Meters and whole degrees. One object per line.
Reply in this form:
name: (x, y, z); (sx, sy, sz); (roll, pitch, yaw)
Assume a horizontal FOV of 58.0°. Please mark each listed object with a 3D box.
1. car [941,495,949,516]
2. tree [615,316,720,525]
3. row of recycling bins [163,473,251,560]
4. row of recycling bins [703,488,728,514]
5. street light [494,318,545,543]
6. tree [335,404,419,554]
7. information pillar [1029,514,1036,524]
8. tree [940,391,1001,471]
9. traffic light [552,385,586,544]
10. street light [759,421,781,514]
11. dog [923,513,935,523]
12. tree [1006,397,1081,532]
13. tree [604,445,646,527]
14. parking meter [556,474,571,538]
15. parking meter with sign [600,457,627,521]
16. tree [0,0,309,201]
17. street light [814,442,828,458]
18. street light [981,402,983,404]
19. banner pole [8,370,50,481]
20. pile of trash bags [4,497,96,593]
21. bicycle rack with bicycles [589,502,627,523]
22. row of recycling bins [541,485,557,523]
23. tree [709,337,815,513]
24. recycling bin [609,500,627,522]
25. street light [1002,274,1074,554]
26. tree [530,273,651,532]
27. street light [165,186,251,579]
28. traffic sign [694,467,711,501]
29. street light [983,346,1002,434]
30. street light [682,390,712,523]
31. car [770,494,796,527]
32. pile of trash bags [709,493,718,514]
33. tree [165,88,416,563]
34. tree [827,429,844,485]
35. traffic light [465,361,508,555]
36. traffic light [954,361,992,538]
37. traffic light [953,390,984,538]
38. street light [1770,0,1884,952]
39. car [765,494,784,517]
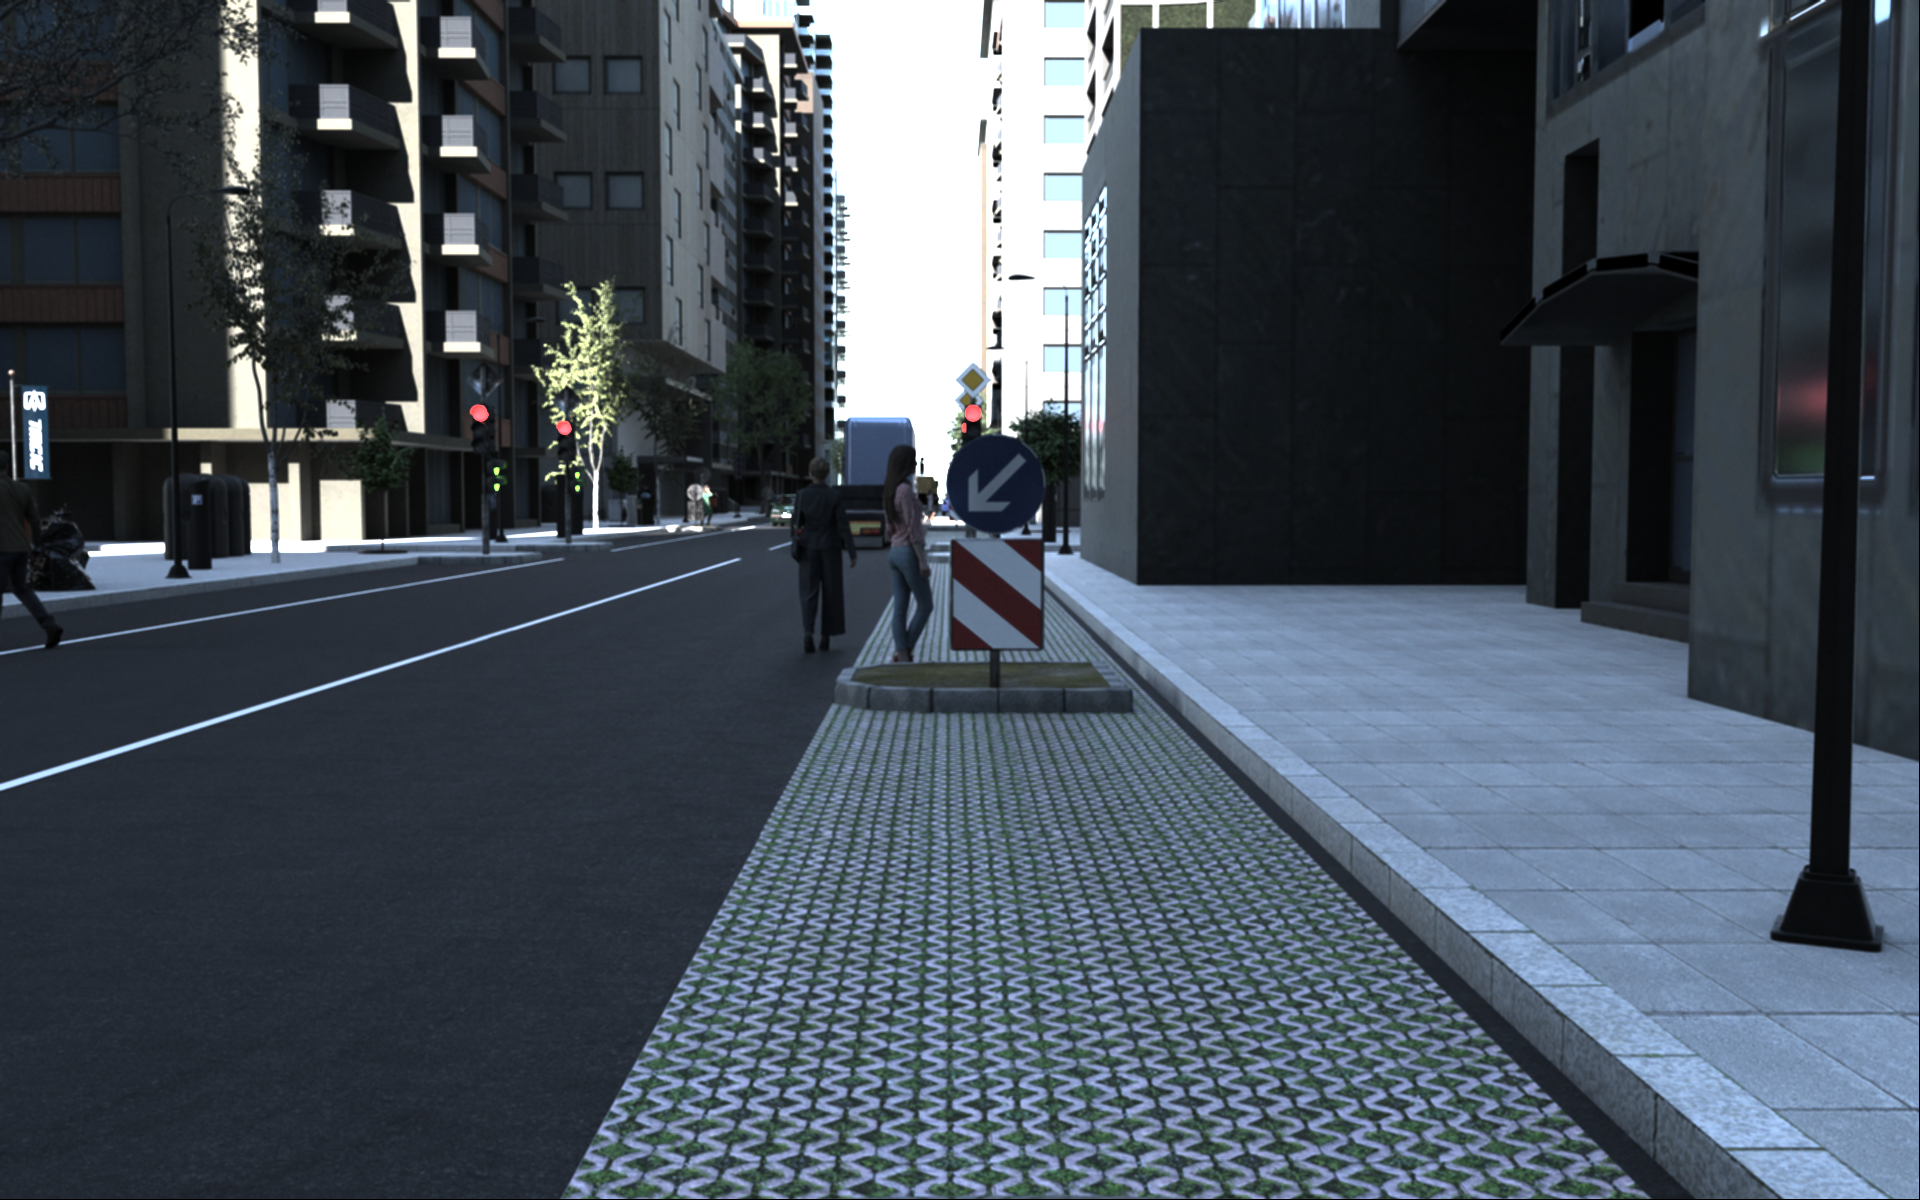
car: (-0.343, -6.486, 115.630); (1.945, 1.707, 3.694); (0, 4, 1)
tree: (-12.466, -7.480, 72.659); (4.360, 8.622, 3.978); (0, 3, 0)
row of recycling bins: (-15.283, -1.726, 35.336); (1.069, 1.692, 3.534); (0, 4, -6)
row of recycling bins: (-16.188, -6.582, 114.734); (1.069, 1.692, 3.534); (1, 4, 10)
street light: (-11.611, -4.476, 45.728); (1.470, 5.913, 1.316); (0, 4, 0)
tree: (-12.459, -2.622, 37.467); (1.663, 3.219, 1.824); (0, 3, 0)
information pillar: (3.089, -4.223, 73.534); (0.304, 2.012, 0.304); (0, 4, 5)
tree: (2.460, -18.210, 204.383); (9.857, 13.997, 8.962); (0, 3, 0)
traffic light: (-10.109, -3.411, 44.684); (0.839, 4.253, 0.868); (0, 4, 0)
street light: (-12.077, -8.412, 110.078); (1.470, 5.913, 1.316); (0, 4, 0)
dog: (-1.552, -4.145, 87.062); (0.540, 0.507, 0.406); (-2, 4, -24)
tree: (2.970, -4.578, 58.568); (4.285, 4.588, 4.351); (0, 3, 0)
tree: (-13.142, -4.484, 67.915); (1.663, 3.219, 1.824); (0, 3, 0)
parking meter: (-11.628, -2.746, 50.604); (0.255, 1.863, 0.399); (0, 4, -1)
parking meter with sign: (-15.984, -5.204, 81.352); (1.738, 3.016, 0.543); (0, 4, -7)
tree: (-12.663, -6.632, 18.806); (12.009, 13.543, 11.850); (0, 3, 0)
street light: (-12.371, -11.083, 153.742); (1.470, 5.913, 1.316); (0, 4, 0)
street light: (1.384, -7.009, 87.131); (1.470, 5.913, 1.316); (0, 4, 0)
banner pole: (-18.899, -2.758, 35.116); (0.863, 3.779, 0.401); (-2, 4, -29)
pile of trash bags: (-13.020, -0.863, 23.859); (1.912, 1.369, 3.447); (-2, 4, -28)
bicycle rack with bicycles: (-15.532, -3.970, 78.285); (2.852, 0.926, 2.925); (0, 4, 0)
row of recycling bins: (-18.163, -4.354, 78.297); (1.069, 1.692, 3.534); (1, 4, 9)
tree: (-13.295, -11.616, 115.672); (9.928, 11.665, 9.643); (0, 3, 0)
recycling bin: (-15.858, -4.149, 80.393); (0.722, 1.027, 0.722); (0, 4, 5)
street light: (1.716, -3.929, 36.780); (1.470, 5.913, 1.316); (0, 4, 0)
tree: (-12.331, -6.598, 58.239); (4.737, 8.622, 4.395); (0, 3, 0)
street light: (-11.397, -3.286, 26.272); (1.470, 5.913, 1.316); (0, 4, 0)
traffic sign: (-12.069, -4.958, 81.163); (0.768, 2.556, 0.104); (0, 4, 0)
street light: (1.547, -5.012, 54.485); (1.470, 5.913, 1.316); (0, 4, 0)
street light: (-11.777, -6.429, 77.658); (1.470, 5.913, 1.316); (0, 4, 0)
car: (-7.453, -4.152, 77.669); (2.009, 1.686, 4.222); (0, 4, 2)
pile of trash bags: (-17.199, -6.215, 111.363); (3.447, 1.369, 1.912); (1, 4, 13)
tree: (-12.535, -4.984, 31.847); (4.360, 8.622, 3.978); (0, 3, 0)
tree: (-13.262, -15.027, 196.052); (4.737, 8.622, 4.395); (0, 3, 0)
traffic light: (-10.056, -2.922, 36.699); (0.839, 4.253, 0.868); (0, 4, 0)
traffic light: (0.255, -2.927, 36.783); (0.839, 4.253, 0.868); (0, 4, 0)
traffic light: (0.202, -3.416, 44.768); (0.839, 4.253, 0.868); (0, 4, 0)
street light: (1.977, -1.976, 4.850); (1.470, 5.913, 1.316); (0, 4, 0)
car: (-10.272, -5.416, 100.553); (2.014, 1.417, 4.499); (0, 4, -1)
